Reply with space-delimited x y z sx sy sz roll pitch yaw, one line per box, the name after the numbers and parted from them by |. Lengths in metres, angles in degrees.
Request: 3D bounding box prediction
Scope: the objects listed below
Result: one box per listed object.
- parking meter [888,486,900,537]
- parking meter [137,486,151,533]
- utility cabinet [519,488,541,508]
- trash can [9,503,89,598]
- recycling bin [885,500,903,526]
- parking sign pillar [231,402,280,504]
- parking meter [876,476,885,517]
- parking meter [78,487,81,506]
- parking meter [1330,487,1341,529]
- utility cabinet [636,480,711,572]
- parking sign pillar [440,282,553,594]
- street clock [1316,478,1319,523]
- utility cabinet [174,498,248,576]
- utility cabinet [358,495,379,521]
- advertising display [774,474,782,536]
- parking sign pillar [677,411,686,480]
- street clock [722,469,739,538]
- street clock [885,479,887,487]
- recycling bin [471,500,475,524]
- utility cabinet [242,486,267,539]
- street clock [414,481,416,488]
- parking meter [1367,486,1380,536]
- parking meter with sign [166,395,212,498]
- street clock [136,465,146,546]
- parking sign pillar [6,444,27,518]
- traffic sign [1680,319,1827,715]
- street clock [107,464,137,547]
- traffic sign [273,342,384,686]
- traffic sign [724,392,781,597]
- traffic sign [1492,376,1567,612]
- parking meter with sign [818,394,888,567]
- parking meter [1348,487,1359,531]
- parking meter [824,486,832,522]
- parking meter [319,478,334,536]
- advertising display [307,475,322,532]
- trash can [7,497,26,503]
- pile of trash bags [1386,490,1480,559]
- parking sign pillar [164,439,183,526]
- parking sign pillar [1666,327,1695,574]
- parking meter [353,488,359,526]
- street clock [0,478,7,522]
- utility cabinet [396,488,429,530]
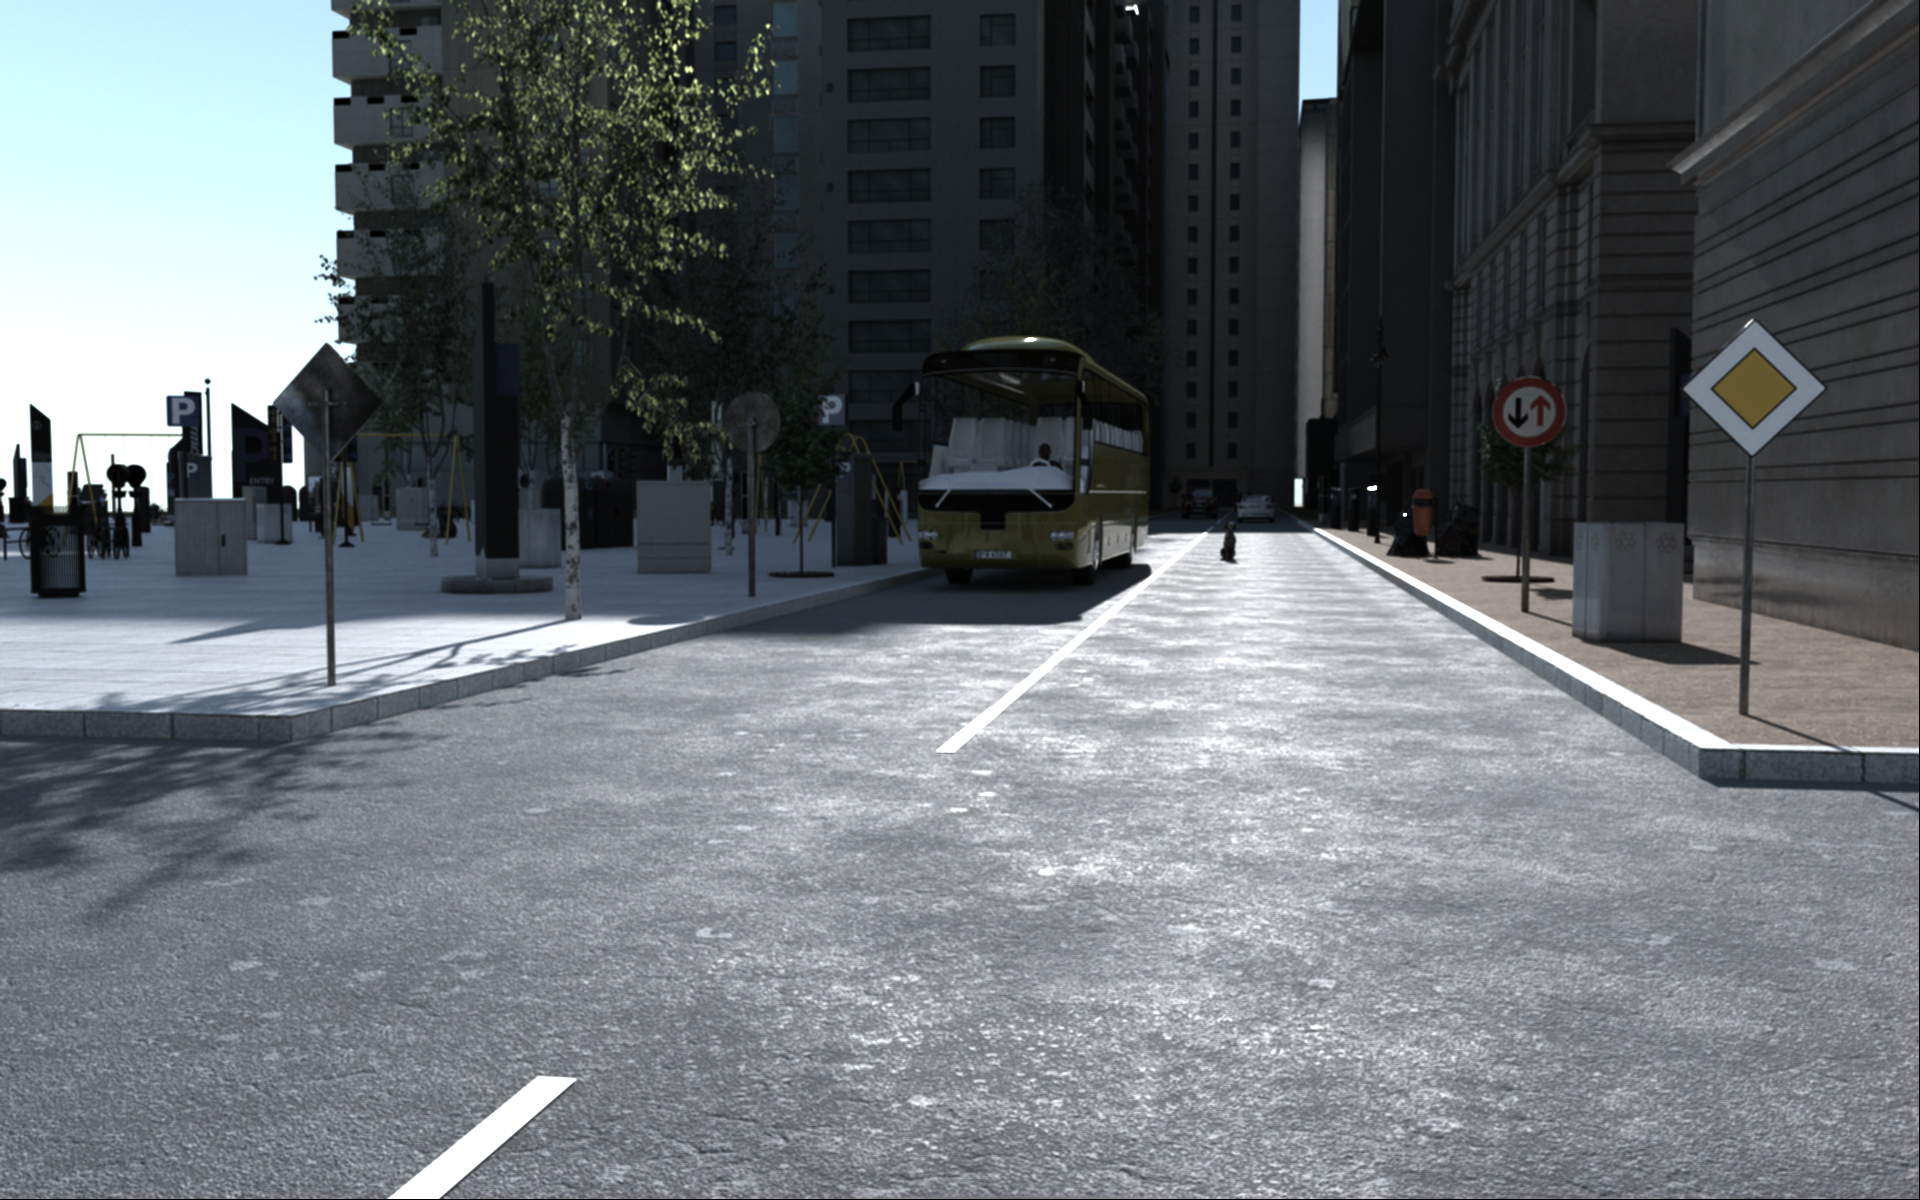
-1.963 -2.641 51.586 0.372 1.533 0.369 0 3 0 | parking meter
-27.241 -3.021 57.804 0.372 1.533 0.369 0 3 0 | parking meter
-14.749 -3.104 59.433 0.318 1.500 1.173 3 4 37 | utility cabinet
-11.224 -0.605 21.538 0.748 1.137 0.748 0 3 0 | trash can
-2.723 -3.572 70.962 0.722 1.027 0.722 0 4 3 | recycling bin
-20.701 -3.821 50.947 1.447 3.967 1.447 -1 4 -18 | parking sign pillar
-2.635 -3.165 57.464 0.255 1.863 0.399 0 4 -5 | parking meter
-32.973 -3.435 64.575 0.372 1.533 0.369 0 3 0 | parking meter
13.952 -3.419 64.316 0.372 1.533 0.369 0 3 0 | parking meter
-4.649 -1.190 28.138 1.173 1.500 0.318 -1 4 -12 | utility cabinet
-6.125 -2.100 22.814 1.447 3.967 1.447 -1 4 -22 | parking sign pillar
16.031 -4.417 76.790 0.358 2.002 0.471 -2 4 -29 | street clock
-11.779 -0.983 27.239 1.020 1.237 0.306 -1 4 -17 | utility cabinet
-27.944 -4.314 81.703 0.306 1.237 1.020 3 4 38 | utility cabinet
-5.658 -2.976 53.879 0.123 1.923 0.974 0 4 2 | advertising display
-9.016 -4.088 55.306 1.447 3.967 1.447 -1 4 -15 | parking sign pillar
-6.687 -2.799 50.327 0.471 2.002 0.358 2 4 27 | street clock
-3.765 -4.899 84.670 0.358 2.002 0.471 2 4 30 | street clock
-20.469 -3.763 74.072 0.722 1.027 0.722 -2 4 -30 | recycling bin
-19.803 -2.447 48.684 0.318 1.500 1.173 0 4 -4 | utility cabinet
-25.494 -4.718 81.709 0.471 2.002 0.358 1 4 11 | street clock
12.750 -2.753 53.422 0.372 1.533 0.369 0 3 0 | parking meter
-13.887 -2.158 31.541 0.543 3.016 1.738 -1 4 -10 | parking meter with sign
-20.227 -2.320 42.506 0.471 2.002 0.358 -1 4 -11 | street clock
-50.474 -6.393 92.996 1.447 3.967 1.447 -3 4 -38 | parking sign pillar
4.566 -0.391 10.035 0.795 2.450 0.064 1 4 10 | traffic sign
-20.285 -2.277 41.800 0.471 2.002 0.358 0 4 8 | street clock
-4.202 -0.482 11.528 0.795 2.450 0.064 1 4 10 | traffic sign
-2.601 -1.314 21.583 0.768 2.556 0.104 1 4 18 | traffic sign
6.167 -1.145 18.825 0.768 2.556 0.104 1 4 16 | traffic sign
-1.872 -2.126 31.026 0.543 3.016 1.738 2 4 25 | parking meter with sign
13.650 -3.159 60.065 0.372 1.533 0.369 0 3 0 | parking meter
-6.126 -4.591 80.780 0.399 1.863 0.255 -2 4 -24 | parking meter
-19.321 -2.880 52.798 0.399 1.863 0.255 -1 4 -18 | parking meter
-21.537 -3.244 58.256 0.974 1.923 0.123 1 4 23 | advertising display
-41.440 -3.942 76.113 0.748 1.137 0.748 0 3 0 | trash can
9.761 -1.597 35.863 1.912 1.369 3.447 1 4 21 | pile of trash bags
-31.096 -4.940 69.243 1.447 3.967 1.447 1 4 15 | parking sign pillar
12.204 -2.429 28.194 1.447 3.967 1.447 -1 4 -15 | parking sign pillar
-24.528 -3.771 70.064 0.372 1.533 0.369 0 3 0 | parking meter
-43.788 -4.556 79.068 0.471 2.002 0.358 -1 4 -10 | street clock
-19.249 -3.190 60.842 1.173 1.500 0.318 1 4 22 | utility cabinet
